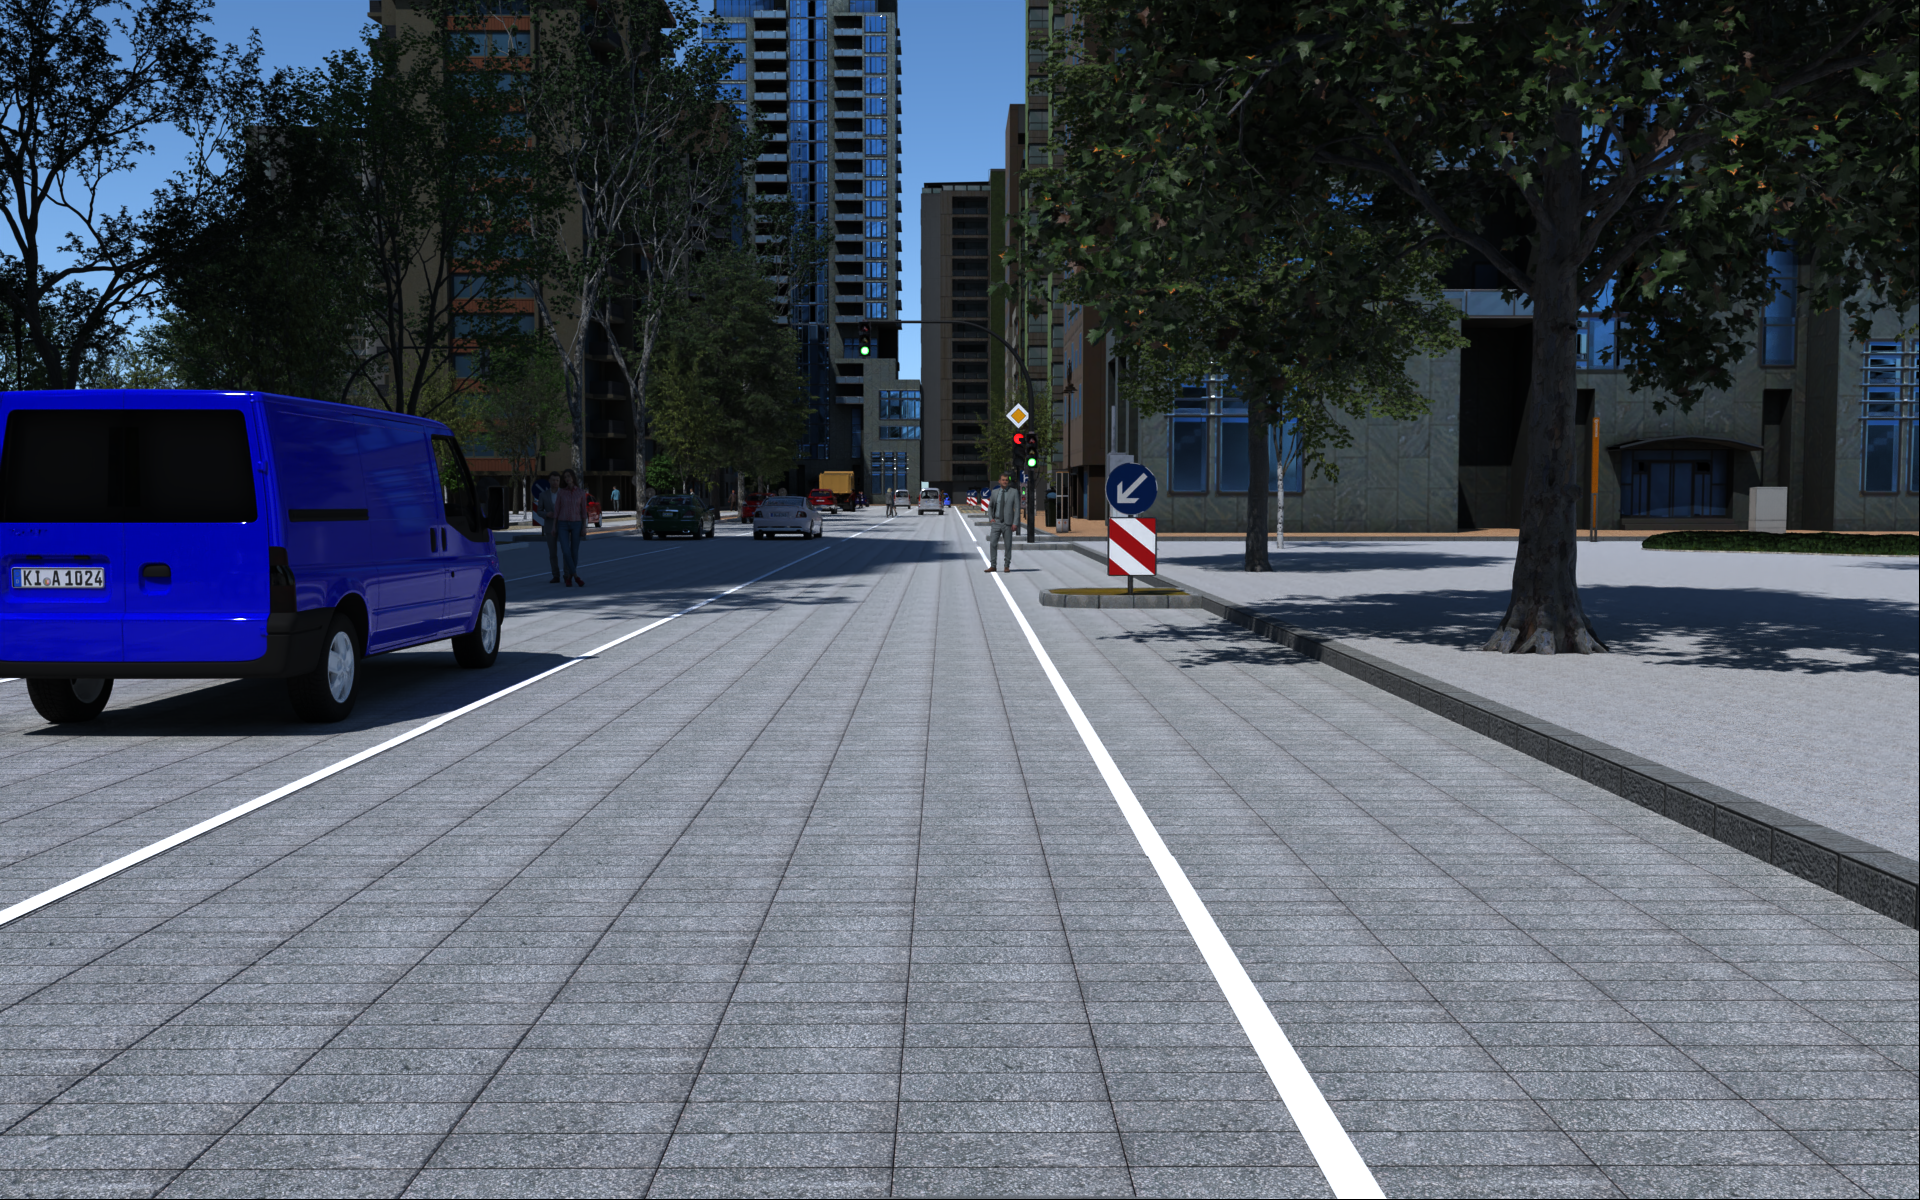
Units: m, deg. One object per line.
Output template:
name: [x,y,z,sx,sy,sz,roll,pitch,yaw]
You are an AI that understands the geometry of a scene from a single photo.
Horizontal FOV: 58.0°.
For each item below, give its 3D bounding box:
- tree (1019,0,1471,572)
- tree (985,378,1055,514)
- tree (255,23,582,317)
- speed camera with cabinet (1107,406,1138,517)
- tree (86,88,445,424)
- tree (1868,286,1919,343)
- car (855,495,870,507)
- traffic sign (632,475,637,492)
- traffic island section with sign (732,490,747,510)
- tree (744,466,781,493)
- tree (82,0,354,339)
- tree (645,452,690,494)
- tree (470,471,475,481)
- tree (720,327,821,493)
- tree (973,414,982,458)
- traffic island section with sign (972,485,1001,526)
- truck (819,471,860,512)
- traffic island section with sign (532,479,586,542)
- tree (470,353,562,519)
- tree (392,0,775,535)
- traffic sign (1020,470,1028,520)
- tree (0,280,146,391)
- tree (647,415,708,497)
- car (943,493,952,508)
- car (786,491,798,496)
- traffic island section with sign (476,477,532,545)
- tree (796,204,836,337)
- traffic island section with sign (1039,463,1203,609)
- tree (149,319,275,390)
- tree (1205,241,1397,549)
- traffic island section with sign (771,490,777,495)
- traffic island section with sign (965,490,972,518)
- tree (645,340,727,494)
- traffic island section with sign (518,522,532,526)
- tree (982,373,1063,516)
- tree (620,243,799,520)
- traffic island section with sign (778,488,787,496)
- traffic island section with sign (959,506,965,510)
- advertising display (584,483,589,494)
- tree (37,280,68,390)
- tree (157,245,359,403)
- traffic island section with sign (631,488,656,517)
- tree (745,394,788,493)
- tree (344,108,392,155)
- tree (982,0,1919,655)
tree: [4.520,-6.747,28.438,7.486,12.596,7.792,0,3,0]
tree: [4.020,-9.759,109.927,4.360,8.622,3.978,0,3,0]
tree: [-12.310,-6.732,38.287,9.928,11.665,9.643,0,3,0]
speed camera with cabinet: [3.593,-2.681,38.172,0.660,3.252,2.038,0,4,3]
tree: [-12.156,-4.772,30.835,4.737,8.622,4.395,0,3,0]
tree: [15.601,-4.642,26.258,4.737,8.622,4.395,0,3,0]
car: [-11.111,-11.095,193.976,1.945,1.354,3.894,0,4,0]
traffic sign: [-21.455,-7.032,115.077,0.768,2.556,0.104,0,4,7]
traffic island section with sign: [-19.425,-8.985,155.537,1.989,1.847,2.006,0,4,0]
tree: [-22.277,-13.239,200.167,4.285,4.588,4.351,0,3,0]
tree: [-12.542,-5.361,24.516,8.767,10.594,7.601,0,4,0]
tree: [-21.590,-8.792,127.460,4.285,4.588,4.351,0,3,0]
tree: [-22.140,-4.998,76.311,1.663,3.219,1.824,0,3,0]
tree: [-12.799,-11.611,110.419,7.486,12.596,7.792,0,3,0]
tree: [3.095,-10.425,120.806,4.737,8.622,4.395,0,3,0]
traffic island section with sign: [1.656,-4.277,78.564,1.989,1.847,2.006,0,4,0]
truck: [-10.274,-9.175,145.942,3.469,3.379,9.791,0,4,-1]
traffic island section with sign: [-12.666,-2.754,53.158,2.006,1.907,1.989,0,4,0]
tree: [-22.355,-8.404,87.772,4.360,8.622,3.978,0,3,0]
tree: [-14.249,-13.010,71.066,12.611,20.169,13.585,0,3,0]
traffic sign: [3.287,-5.295,86.678,0.768,2.556,0.104,0,4,8]
tree: [-45.086,-9.437,80.043,9.928,11.665,9.643,0,3,0]
tree: [-21.559,-11.107,131.963,4.360,8.622,3.978,0,3,0]
car: [-1.806,-10.564,182.311,1.945,1.707,3.694,0,4,1]
car: [-15.992,-9.381,163.170,2.009,1.686,4.222,0,4,-1]
traffic island section with sign: [-12.623,-2.301,45.751,2.006,1.907,1.989,0,4,0]
tree: [-13.823,-14.783,100.050,12.611,20.169,13.585,0,3,0]
traffic island section with sign: [2.051,-0.855,22.609,1.989,1.847,2.006,0,4,0]
tree: [-44.822,-11.937,105.538,12.009,13.543,11.850,0,3,0]
tree: [7.685,-5.500,40.283,4.737,8.622,4.395,0,3,0]
traffic island section with sign: [-19.612,-10.652,182.794,1.989,1.847,2.006,0,4,0]
traffic island section with sign: [1.459,-5.926,105.519,1.989,1.847,2.006,0,4,0]
tree: [-12.849,-7.834,80.907,4.737,8.622,4.395,0,3,0]
traffic island section with sign: [-18.870,-4.285,78.681,1.989,1.847,2.006,0,4,0]
tree: [4.358,-9.220,101.110,4.737,8.622,4.395,0,3,0]
tree: [-12.613,-10.969,88.460,9.857,13.997,8.962,0,3,0]
traffic island section with sign: [-13.211,-7.349,128.295,2.006,1.907,1.989,0,4,0]
traffic island section with sign: [1.104,-8.999,155.767,1.989,1.847,2.006,0,4,0]
advertising display: [-20.951,-5.598,96.745,0.123,1.923,0.974,1,4,10]
tree: [-26.658,-8.472,64.271,9.928,11.665,9.643,0,3,0]
tree: [-33.341,-10.758,82.543,9.857,13.997,8.962,0,3,0]
traffic island section with sign: [-19.073,-5.989,106.547,1.989,1.847,2.006,0,4,0]
tree: [-12.962,-10.014,116.549,4.360,8.622,3.978,0,3,0]
tree: [-14.002,-12.225,58.218,12.611,20.169,13.585,0,3,0]
tree: [4.936,-5.924,13.859,9.611,12.733,9.660,0,3,0]
